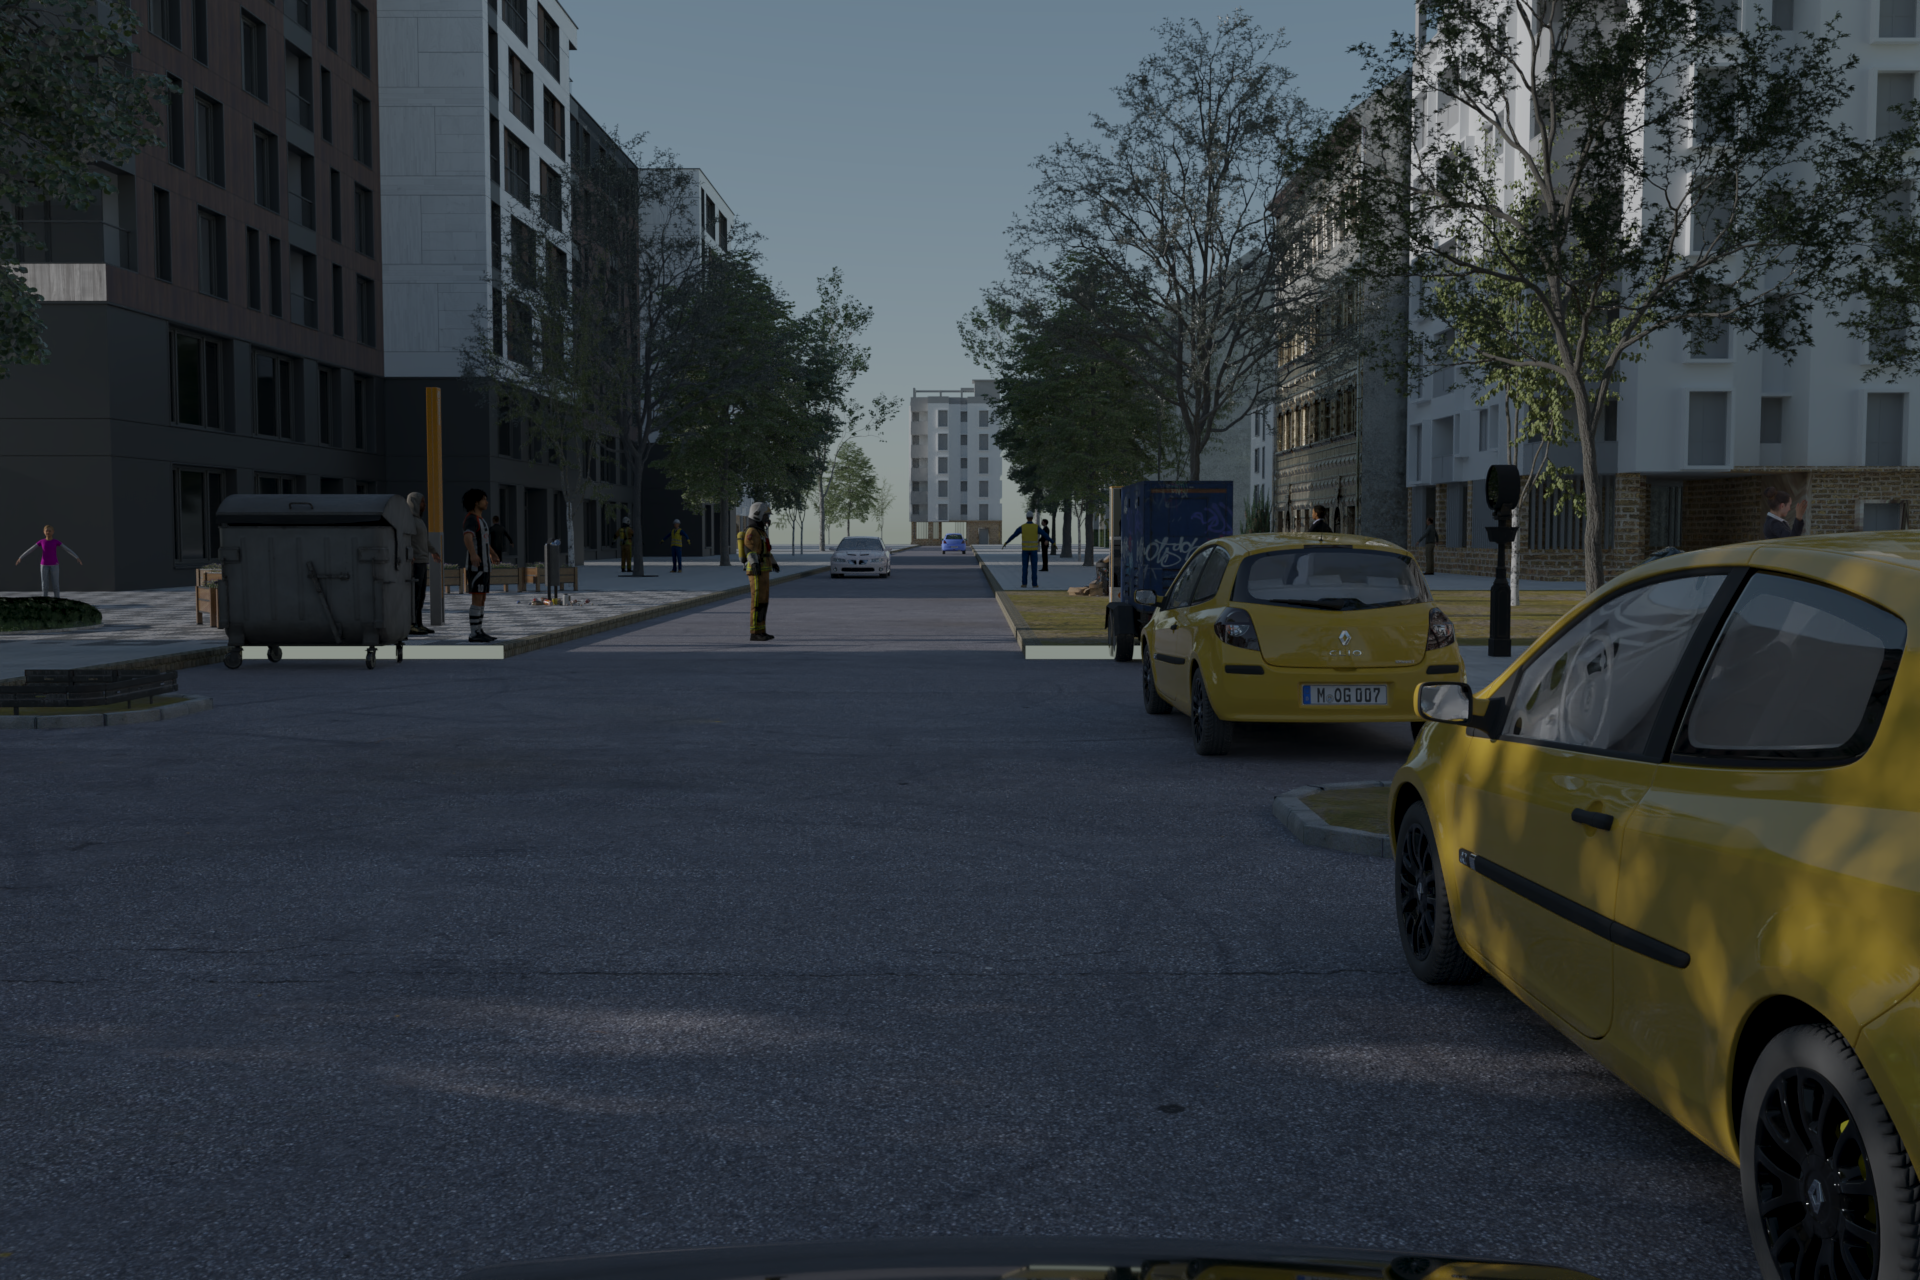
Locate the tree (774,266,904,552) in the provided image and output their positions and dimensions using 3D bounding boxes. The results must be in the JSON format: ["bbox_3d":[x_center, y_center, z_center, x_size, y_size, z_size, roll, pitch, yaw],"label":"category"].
[{"bbox_3d":[-10.403,-16.454,124.919,12.611,20.169,13.585,0,3,0],"label":"tree"}]

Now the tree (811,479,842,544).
[{"bbox_3d":[-16.720,-16.351,217.695,4.737,8.622,4.395,0,3,0],"label":"tree"}]

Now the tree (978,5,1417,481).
[{"bbox_3d":[5.620,-7.978,40.807,12.009,13.543,11.850,0,3,0],"label":"tree"}]

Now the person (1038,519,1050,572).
[{"bbox_3d":[2.886,-3.260,59.481,0.705,1.806,1.347,-1,4,-10],"label":"person"}]

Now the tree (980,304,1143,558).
[{"bbox_3d":[5.779,-11.449,93.841,9.857,13.997,8.962,0,3,0],"label":"tree"}]

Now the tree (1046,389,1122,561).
[{"bbox_3d":[5.673,-7.973,80.727,4.737,8.622,4.395,0,3,0],"label":"tree"}]

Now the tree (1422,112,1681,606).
[{"bbox_3d":[10.107,-4.910,30.643,4.737,8.622,4.395,0,3,0],"label":"tree"}]

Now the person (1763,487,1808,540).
[{"bbox_3d":[7.773,-0.573,16.216,0.445,1.727,0.742,-1,4,-12],"label":"person"}]

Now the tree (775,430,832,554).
[{"bbox_3d":[-9.951,-9.680,108.630,4.360,8.622,3.978,0,3,0],"label":"tree"}]

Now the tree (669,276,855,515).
[{"bbox_3d":[-9.647,-10.813,83.442,9.857,13.997,8.962,0,3,0],"label":"tree"}]

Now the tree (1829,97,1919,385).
[{"bbox_3d":[17.652,-5.689,27.420,7.601,10.594,8.767,0,4,3],"label":"tree"}]

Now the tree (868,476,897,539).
[{"bbox_3d":[-9.609,-16.366,217.948,4.360,8.622,3.978,0,3,0],"label":"tree"}]

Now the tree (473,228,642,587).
[{"bbox_3d":[-9.412,-5.611,42.105,4.360,8.622,3.978,0,3,0],"label":"tree"}]

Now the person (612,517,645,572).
[{"bbox_3d":[-11.206,-3.209,58.239,1.354,1.858,0.705,2,4,27],"label":"person"}]

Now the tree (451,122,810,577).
[{"bbox_3d":[-9.702,-8.644,51.702,12.009,13.543,11.850,0,3,0],"label":"tree"}]

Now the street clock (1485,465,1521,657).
[{"bbox_3d":[5.658,-0.828,18.104,0.358,2.002,0.471,0,3,0],"label":"street clock"}]

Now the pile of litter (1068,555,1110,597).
[{"bbox_3d":[2.828,-1.358,36.170,1.176,0.858,1.719,0,4,0],"label":"pile of litter"}]

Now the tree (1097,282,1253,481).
[{"bbox_3d":[5.657,-6.104,50.160,4.360,8.622,3.978,0,3,0],"label":"tree"}]

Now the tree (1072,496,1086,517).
[{"bbox_3d":[16.686,-17.015,212.610,7.601,10.594,8.767,0,4,2],"label":"tree"}]

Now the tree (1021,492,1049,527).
[{"bbox_3d":[10.082,-16.130,214.095,4.360,8.622,3.978,0,3,0],"label":"tree"}]

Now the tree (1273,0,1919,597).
[{"bbox_3d":[8.470,-5.409,22.845,8.767,10.594,7.601,0,4,8],"label":"tree"}]

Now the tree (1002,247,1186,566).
[{"bbox_3d":[5.328,-9.238,69.164,7.486,12.596,7.792,0,3,0],"label":"tree"}]

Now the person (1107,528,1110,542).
[{"bbox_3d":[5.094,-3.076,56.066,0.705,1.856,1.354,0,4,-3],"label":"person"}]

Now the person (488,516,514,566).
[{"bbox_3d":[-13.092,-2.606,48.837,0.704,1.802,1.346,3,4,37],"label":"person"}]

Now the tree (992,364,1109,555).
[{"bbox_3d":[5.826,-10.934,104.519,9.928,11.665,9.643,0,3,0],"label":"tree"}]

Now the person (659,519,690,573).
[{"bbox_3d":[-9.484,-3.134,57.700,1.216,1.772,0.721,2,4,26],"label":"person"}]

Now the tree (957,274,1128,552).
[{"bbox_3d":[6.846,-16.259,121.719,12.611,20.169,13.585,0,3,0],"label":"tree"}]

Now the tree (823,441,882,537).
[{"bbox_3d":[-13.167,-17.886,210.565,7.486,12.596,7.792,0,3,0],"label":"tree"}]

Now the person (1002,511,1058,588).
[{"bbox_3d":[1.675,-2.178,41.580,1.349,1.833,0.705,0,4,3],"label":"person"}]

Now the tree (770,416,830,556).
[{"bbox_3d":[-10.009,-9.325,102.831,4.360,8.622,3.978,0,3,0],"label":"tree"}]

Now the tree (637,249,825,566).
[{"bbox_3d":[-9.266,-9.227,68.995,7.486,12.596,7.792,0,3,0],"label":"tree"}]

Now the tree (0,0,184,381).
[{"bbox_3d":[-12.645,-6.744,16.927,9.857,13.997,8.962,0,3,0],"label":"tree"}]
